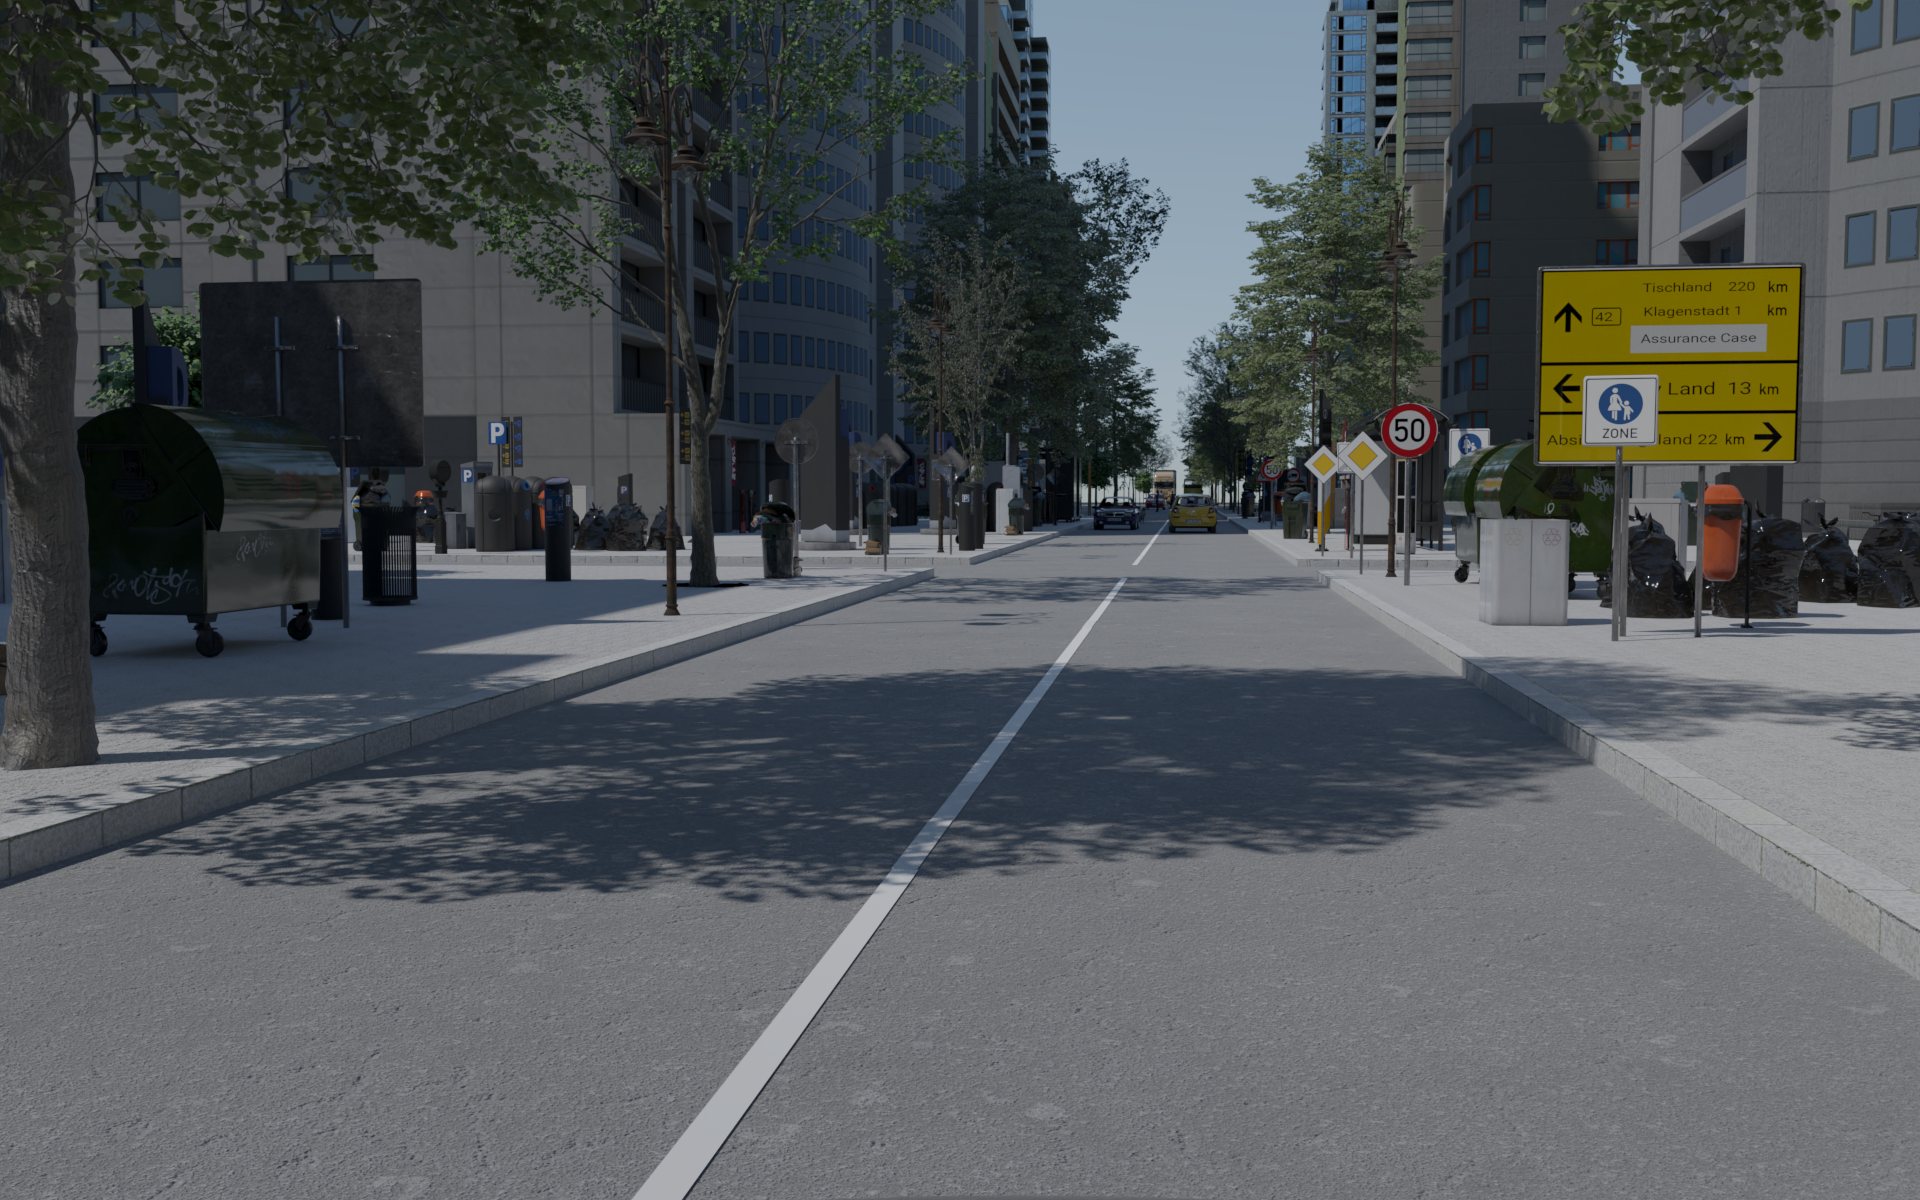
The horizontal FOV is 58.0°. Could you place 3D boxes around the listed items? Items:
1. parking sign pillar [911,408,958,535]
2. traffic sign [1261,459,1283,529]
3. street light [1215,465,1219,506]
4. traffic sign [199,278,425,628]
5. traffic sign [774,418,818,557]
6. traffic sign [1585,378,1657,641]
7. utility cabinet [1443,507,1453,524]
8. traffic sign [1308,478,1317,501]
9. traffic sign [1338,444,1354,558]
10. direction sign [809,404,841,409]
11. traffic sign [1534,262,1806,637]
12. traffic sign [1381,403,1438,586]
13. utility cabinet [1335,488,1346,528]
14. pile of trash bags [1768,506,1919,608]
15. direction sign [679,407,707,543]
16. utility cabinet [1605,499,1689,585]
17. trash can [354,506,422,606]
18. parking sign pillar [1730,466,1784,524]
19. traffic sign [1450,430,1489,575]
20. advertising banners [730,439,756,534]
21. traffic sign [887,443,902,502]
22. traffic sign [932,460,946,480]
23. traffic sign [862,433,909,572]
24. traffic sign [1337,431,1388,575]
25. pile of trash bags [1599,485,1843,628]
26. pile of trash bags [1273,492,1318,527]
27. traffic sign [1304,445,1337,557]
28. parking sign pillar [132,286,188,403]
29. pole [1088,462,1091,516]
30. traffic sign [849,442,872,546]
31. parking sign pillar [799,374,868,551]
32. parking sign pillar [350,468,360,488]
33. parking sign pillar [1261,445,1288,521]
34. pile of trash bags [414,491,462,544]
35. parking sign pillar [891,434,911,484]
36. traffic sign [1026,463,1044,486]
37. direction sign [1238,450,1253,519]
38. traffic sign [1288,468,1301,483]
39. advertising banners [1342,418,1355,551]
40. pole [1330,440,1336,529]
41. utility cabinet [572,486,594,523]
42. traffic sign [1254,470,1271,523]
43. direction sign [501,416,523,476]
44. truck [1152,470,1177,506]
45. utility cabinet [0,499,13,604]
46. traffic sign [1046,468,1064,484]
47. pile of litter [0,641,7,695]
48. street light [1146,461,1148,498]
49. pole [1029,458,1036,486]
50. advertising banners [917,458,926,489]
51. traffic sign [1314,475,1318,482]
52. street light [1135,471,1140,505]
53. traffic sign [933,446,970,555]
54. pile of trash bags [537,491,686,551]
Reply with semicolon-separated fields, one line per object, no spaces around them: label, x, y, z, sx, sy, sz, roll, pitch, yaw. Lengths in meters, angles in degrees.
parking sign pillar;-0.539;-4.051;54.708;1.447;3.967;1.447;1;4;20
traffic sign;11.405;-3.867;63.327;0.768;2.556;0.104;1;4;14
street light;27.615;-12.981;185.030;0.468;5.910;1.993;0;4;7
traffic sign;-6.201;-1.387;16.554;2.265;3.308;0.079;1;4;9
traffic sign;-2.755;-1.773;29.090;0.768;2.556;0.104;1;4;11
traffic sign;5.710;-0.789;15.032;0.606;2.300;0.079;1;4;17
utility cabinet;20.517;-3.911;72.616;0.318;1.500;1.173;-2;4;-31
traffic sign;17.221;-5.113;83.605;0.884;2.594;0.081;1;4;12
traffic sign;7.806;-1.978;34.462;0.606;2.300;0.079;1;4;11
direction sign;-3.393;-3.163;43.719;0.876;3.537;0.379;-2;4;-30
traffic sign;6.288;-1.320;15.448;2.265;3.308;0.079;0;4;8
traffic sign;6.268;-1.474;24.213;0.768;2.556;0.104;1;4;14
utility cabinet;14.090;-3.406;64.365;1.173;1.500;0.318;-1;4;-12
pile of trash bags;11.743;-0.651;20.395;3.447;1.369;1.912;0;4;-5
direction sign;-7.007;-3.278;45.595;0.876;3.537;0.379;-3;5;-43
utility cabinet;9.466;-0.778;23.886;1.020;1.237;0.306;3;5;43
trash can;-6.596;-0.512;20.018;0.748;1.137;0.748;0;3;0
parking sign pillar;17.688;-3.057;38.461;1.447;3.967;1.447;-1;4;-11
traffic sign;8.009;-1.538;27.273;0.606;2.300;0.079;1;4;17
advertising banners;-7.086;-3.687;56.477;0.090;3.025;2.074;1;4;16
traffic sign;-1.720;-2.530;41.469;0.768;2.556;0.104;1;4;16
traffic sign;-0.549;-3.031;51.679;0.606;2.300;0.079;1;4;10
traffic sign;-1.232;-1.525;28.581;0.795;2.450;0.064;0;4;7
traffic sign;6.394;-1.463;27.560;0.795;2.450;0.064;0;4;7
pile of trash bags;7.757;-0.506;18.026;1.912;1.369;3.447;1;4;17
pile of trash bags;13.732;-3.586;68.375;1.912;1.369;3.447;-3;5;-41
traffic sign;7.437;-1.947;35.477;0.795;2.450;0.064;0;4;7
parking sign pillar;-10.681;-2.124;23.204;1.447;3.967;1.447;-1;4;-14
pole;7.604;-6.599;101.732;0.158;3.312;0.155;0;3;0
traffic sign;-2.437;-2.584;42.351;0.768;2.556;0.104;1;4;13
parking sign pillar;-3.098;-3.132;39.685;1.447;3.967;1.447;-3;5;-43
parking sign pillar;-37.816;-7.186;105.970;1.447;3.967;1.447;-2;4;-33
parking sign pillar;14.972;-5.743;82.368;1.447;3.967;1.447;-2;4;-34
pile of trash bags;-13.677;-2.220;46.048;1.912;1.369;3.447;-3;5;-41
parking sign pillar;-2.575;-5.459;77.719;1.447;3.967;1.447;-3;4;-38
traffic sign;3.093;-4.368;71.529;0.768;2.556;0.104;1;4;12
direction sign;14.780;-5.979;89.753;0.876;3.537;0.379;-2;4;-26
traffic sign;16.063;-5.108;83.616;0.768;2.556;0.104;1;4;13
advertising banners;8.875;-2.654;39.584;0.090;3.025;2.074;0;4;6
pole;13.673;-4.263;63.547;0.158;3.312;0.155;0;3;0
utility cabinet;-10.304;-2.311;46.456;1.173;1.500;0.318;3;4;36
traffic sign;13.427;-4.680;76.528;0.884;2.594;0.081;1;4;15
direction sign;-13.117;-3.594;50.763;0.876;3.537;0.379;2;4;34
truck;23.979;-13.065;202.521;2.839;4.237;11.283;1;4;8
utility cabinet;-11.712;-0.559;20.297;1.020;1.237;0.306;-1;4;-11
traffic sign;4.054;-4.452;73.979;0.795;2.450;0.064;1;4;17
pile of litter;-6.491;0.163;11.306;1.176;0.858;1.719;1;4;8
street light;24.458;-15.568;227.321;0.468;5.910;1.993;0;4;7
pole;3.575;-5.523;84.150;0.158;3.312;0.155;0;3;0
advertising banners;-1.178;-5.409;84.631;2.074;3.025;0.090;2;4;24
traffic sign;15.854;-4.667;76.411;0.768;2.556;0.104;1;4;15
street light;20.297;-13.615;195.394;0.468;5.910;1.993;0;4;7
traffic sign;-0.189;-2.010;36.498;0.795;2.450;0.064;0;4;7
pile of trash bags;-8.013;-1.799;39.159;1.912;1.369;3.447;3;5;42
